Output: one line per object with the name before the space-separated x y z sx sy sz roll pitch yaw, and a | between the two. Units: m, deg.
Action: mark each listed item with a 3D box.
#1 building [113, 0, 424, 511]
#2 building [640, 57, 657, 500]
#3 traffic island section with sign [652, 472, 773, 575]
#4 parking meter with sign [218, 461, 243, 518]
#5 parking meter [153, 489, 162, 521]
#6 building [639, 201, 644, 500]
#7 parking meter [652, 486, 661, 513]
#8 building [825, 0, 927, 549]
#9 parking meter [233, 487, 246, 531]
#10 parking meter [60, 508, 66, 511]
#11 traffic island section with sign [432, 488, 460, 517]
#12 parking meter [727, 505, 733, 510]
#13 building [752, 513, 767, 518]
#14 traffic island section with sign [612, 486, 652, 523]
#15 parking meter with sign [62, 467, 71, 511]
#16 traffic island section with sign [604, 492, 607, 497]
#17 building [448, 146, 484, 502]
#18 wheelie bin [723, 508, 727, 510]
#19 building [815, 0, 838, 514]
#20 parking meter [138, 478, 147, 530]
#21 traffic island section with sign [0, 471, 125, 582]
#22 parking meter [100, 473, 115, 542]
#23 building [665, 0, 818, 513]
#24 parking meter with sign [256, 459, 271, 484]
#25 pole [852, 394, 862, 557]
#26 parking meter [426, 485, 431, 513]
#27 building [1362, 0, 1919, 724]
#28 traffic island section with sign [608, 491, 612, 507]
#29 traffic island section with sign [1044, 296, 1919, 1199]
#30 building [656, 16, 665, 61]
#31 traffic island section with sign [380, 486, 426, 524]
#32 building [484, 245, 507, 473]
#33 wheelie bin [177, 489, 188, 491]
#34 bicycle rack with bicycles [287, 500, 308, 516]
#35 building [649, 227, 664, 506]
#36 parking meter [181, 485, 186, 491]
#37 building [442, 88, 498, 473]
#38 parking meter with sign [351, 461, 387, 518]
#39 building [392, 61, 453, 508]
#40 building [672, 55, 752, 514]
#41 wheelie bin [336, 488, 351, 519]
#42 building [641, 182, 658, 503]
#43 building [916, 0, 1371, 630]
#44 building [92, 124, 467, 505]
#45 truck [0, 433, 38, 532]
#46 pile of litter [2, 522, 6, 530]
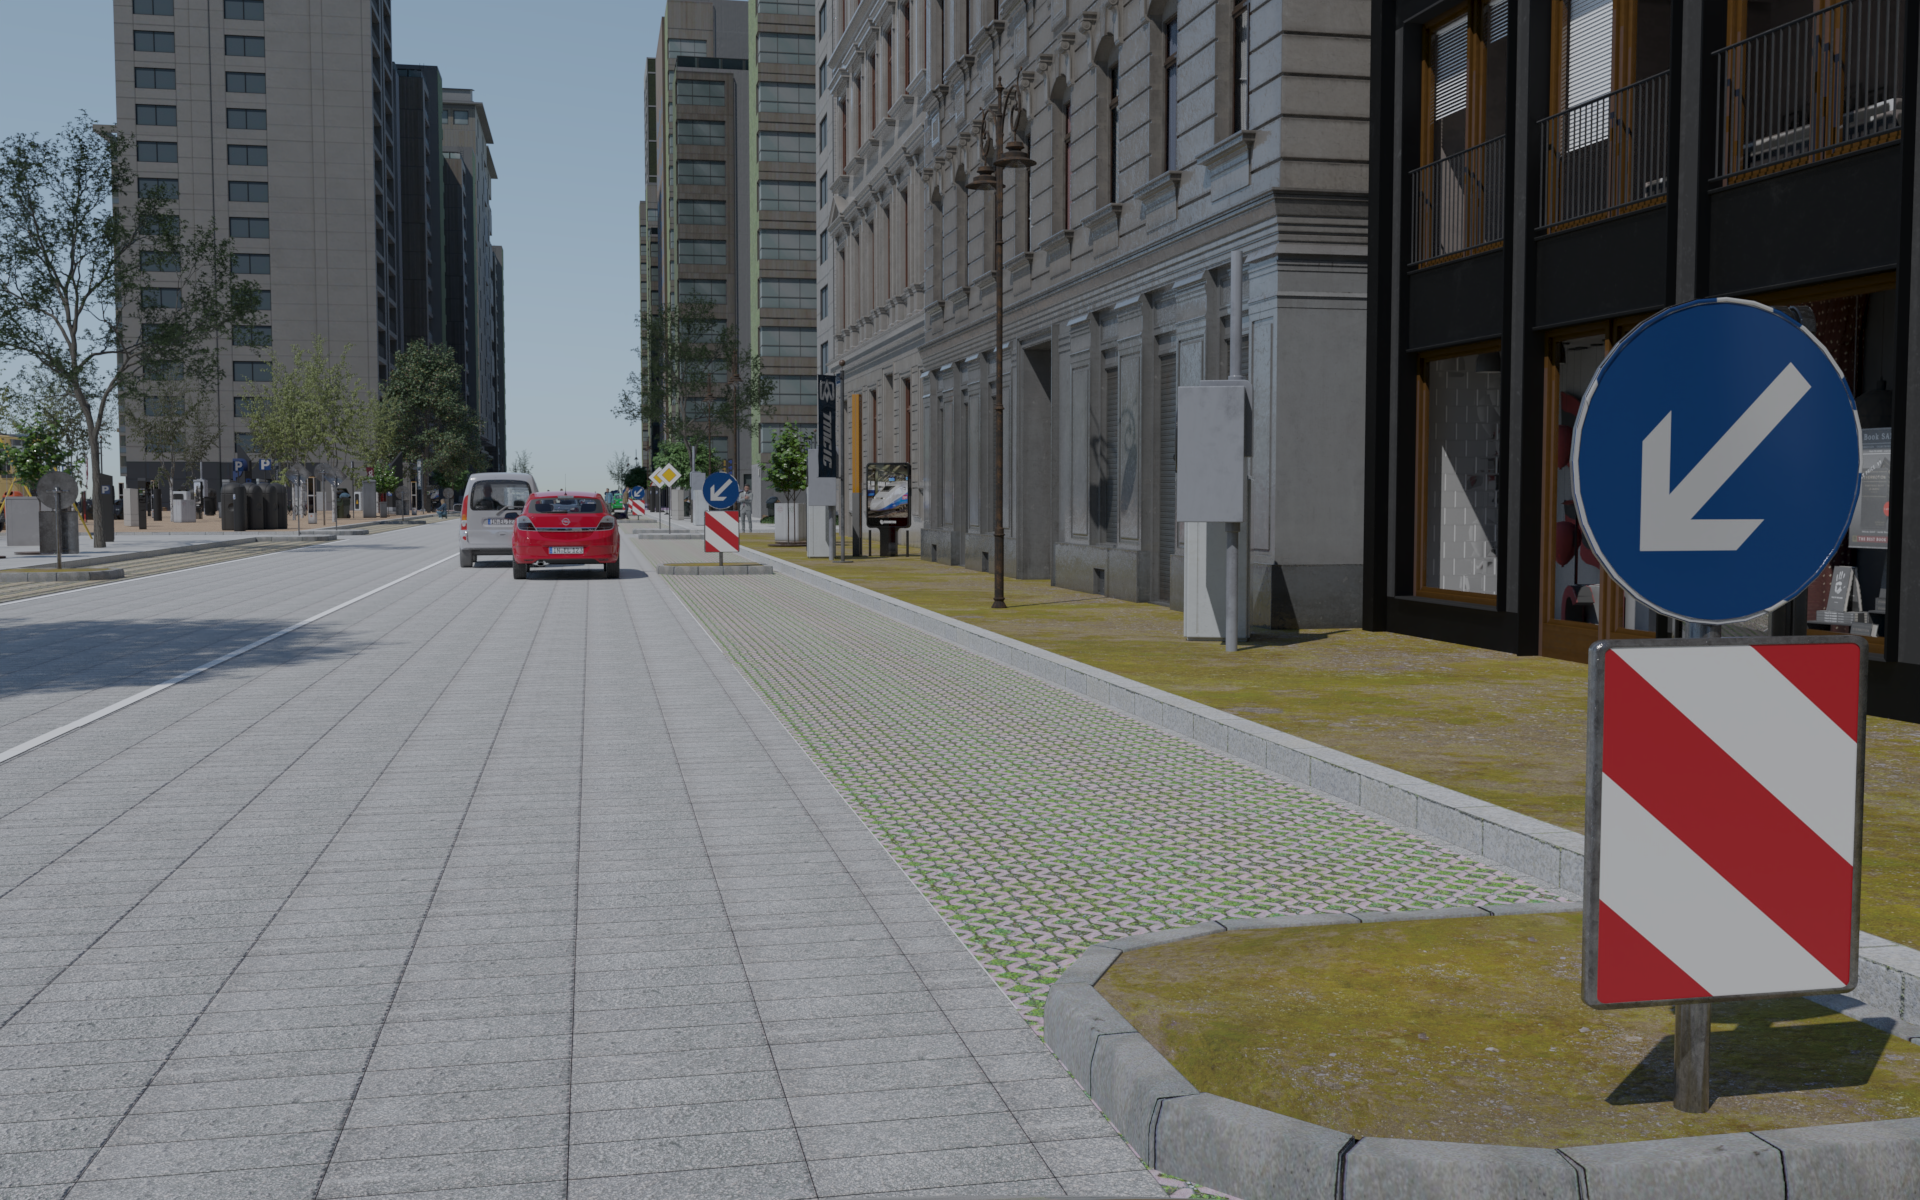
building | -54.893 -42.952 140.518 20.563 71.187 20.611 -1 4 -12
building | -43.167 -51.770 284.694 20.563 71.187 20.611 -1 4 -12
traffic island section with sign | -4.485 -1.390 31.353 1.989 1.847 2.006 -1 4 -12
parking meter with sign | -38.533 -5.818 91.387 1.738 3.016 0.543 2 4 35
parking meter | -38.162 -4.523 82.355 0.372 1.533 0.369 0 3 0
building | -38.003 -34.300 244.398 14.154 41.232 14.086 -1 4 -12
parking meter | -20.920 -6.998 120.128 0.399 1.863 0.255 3 5 39
building | 3.078 -12.773 44.993 11.583 22.565 21.152 -1 4 -12
parking meter | -24.769 -3.127 59.533 0.372 1.533 0.369 0 3 0
parking meter | -41.160 -4.336 79.307 0.372 1.533 0.369 0 3 0
traffic island section with sign | -32.393 -6.190 109.835 1.989 1.847 2.006 -1 4 -12
parking meter | -13.128 -5.539 98.971 0.372 1.533 0.369 0 3 0
building | -5.025 -25.344 97.963 14.154 41.232 14.086 -1 4 -12
traffic island section with sign | -16.051 -4.716 85.732 1.989 1.847 2.006 -1 4 -12
parking meter with sign | -51.576 -6.327 99.699 0.543 3.016 1.738 -1 4 -13
traffic island section with sign | -31.963 -9.292 160.545 1.989 1.847 2.006 -1 4 -12
building | -62.501 -31.399 196.962 14.154 41.232 14.086 -1 4 -12
wheelie bin | -14.724 -6.076 107.247 0.980 1.594 0.693 0 4 0
building | 4.862 -39.116 77.801 20.611 71.187 20.563 -1 4 -12
parking meter | -29.595 -3.484 62.678 0.255 1.863 0.399 -2 4 -24
traffic island section with sign | -15.199 -1.245 28.987 1.989 1.847 2.006 -1 4 -12
parking meter | -22.841 -2.486 46.363 0.399 1.863 0.255 -1 4 -21
building | -17.984 -28.403 147.984 14.154 41.232 14.086 -1 4 -12
parking meter with sign | -35.060 -5.555 87.081 0.543 3.016 1.738 -2 4 -31
pole | -2.106 -2.546 35.474 0.158 3.312 0.155 0 3 0
parking meter | -36.058 -6.838 117.516 0.255 1.863 0.399 -1 4 -17
building | 11.444 -10.977 9.151 12.332 23.373 15.834 -1 4 -12
traffic island section with sign | -21.653 -6.329 112.101 1.989 1.847 2.006 -1 4 -12
traffic island section with sign | 1.279 0.268 4.250 1.989 1.847 2.006 -1 4 -12
building | -21.010 -31.322 162.219 14.600 45.320 14.200 -1 4 -12
traffic island section with sign | -26.656 -4.545 82.934 1.989 1.847 2.006 -1 4 -12
building | -79.969 -36.221 275.809 14.154 41.232 14.086 -1 4 -12
wheelie bin | -50.497 -6.403 112.598 0.980 1.594 0.693 -1 4 -18
bicycle rack with bicycles | -39.101 -5.338 100.662 2.852 0.926 2.925 -2 4 -32
building | -26.988 -25.605 190.337 14.160 30.474 14.107 -1 4 -12
parking meter | -48.557 -6.276 108.315 0.255 1.863 0.399 -1 4 -18
building | -76.190 -39.006 226.990 28.713 52.752 27.495 -1 4 -12
parking meter with sign | -31.550 -5.887 92.515 1.738 3.016 0.543 -2 4 -24
building | -55.115 -29.090 159.223 14.154 41.232 14.086 -1 4 -12
building | -12.651 -21.255 119.223 14.160 30.474 14.107 -1 4 -12
wheelie bin | -32.302 -5.057 90.596 0.980 1.594 0.693 1 4 22
building | -34.554 -33.466 230.756 14.154 41.232 14.086 -1 4 -12
building | 5.665 -10.780 25.397 9.793 20.994 18.267 -1 4 -12
building | -67.490 -29.641 176.509 32.217 40.220 23.993 -1 4 -12
truck | -33.262 -3.564 54.198 9.791 3.379 3.469 -1 4 -12
pile of litter | -35.881 -3.228 66.749 1.719 0.858 1.176 -2 4 -35
